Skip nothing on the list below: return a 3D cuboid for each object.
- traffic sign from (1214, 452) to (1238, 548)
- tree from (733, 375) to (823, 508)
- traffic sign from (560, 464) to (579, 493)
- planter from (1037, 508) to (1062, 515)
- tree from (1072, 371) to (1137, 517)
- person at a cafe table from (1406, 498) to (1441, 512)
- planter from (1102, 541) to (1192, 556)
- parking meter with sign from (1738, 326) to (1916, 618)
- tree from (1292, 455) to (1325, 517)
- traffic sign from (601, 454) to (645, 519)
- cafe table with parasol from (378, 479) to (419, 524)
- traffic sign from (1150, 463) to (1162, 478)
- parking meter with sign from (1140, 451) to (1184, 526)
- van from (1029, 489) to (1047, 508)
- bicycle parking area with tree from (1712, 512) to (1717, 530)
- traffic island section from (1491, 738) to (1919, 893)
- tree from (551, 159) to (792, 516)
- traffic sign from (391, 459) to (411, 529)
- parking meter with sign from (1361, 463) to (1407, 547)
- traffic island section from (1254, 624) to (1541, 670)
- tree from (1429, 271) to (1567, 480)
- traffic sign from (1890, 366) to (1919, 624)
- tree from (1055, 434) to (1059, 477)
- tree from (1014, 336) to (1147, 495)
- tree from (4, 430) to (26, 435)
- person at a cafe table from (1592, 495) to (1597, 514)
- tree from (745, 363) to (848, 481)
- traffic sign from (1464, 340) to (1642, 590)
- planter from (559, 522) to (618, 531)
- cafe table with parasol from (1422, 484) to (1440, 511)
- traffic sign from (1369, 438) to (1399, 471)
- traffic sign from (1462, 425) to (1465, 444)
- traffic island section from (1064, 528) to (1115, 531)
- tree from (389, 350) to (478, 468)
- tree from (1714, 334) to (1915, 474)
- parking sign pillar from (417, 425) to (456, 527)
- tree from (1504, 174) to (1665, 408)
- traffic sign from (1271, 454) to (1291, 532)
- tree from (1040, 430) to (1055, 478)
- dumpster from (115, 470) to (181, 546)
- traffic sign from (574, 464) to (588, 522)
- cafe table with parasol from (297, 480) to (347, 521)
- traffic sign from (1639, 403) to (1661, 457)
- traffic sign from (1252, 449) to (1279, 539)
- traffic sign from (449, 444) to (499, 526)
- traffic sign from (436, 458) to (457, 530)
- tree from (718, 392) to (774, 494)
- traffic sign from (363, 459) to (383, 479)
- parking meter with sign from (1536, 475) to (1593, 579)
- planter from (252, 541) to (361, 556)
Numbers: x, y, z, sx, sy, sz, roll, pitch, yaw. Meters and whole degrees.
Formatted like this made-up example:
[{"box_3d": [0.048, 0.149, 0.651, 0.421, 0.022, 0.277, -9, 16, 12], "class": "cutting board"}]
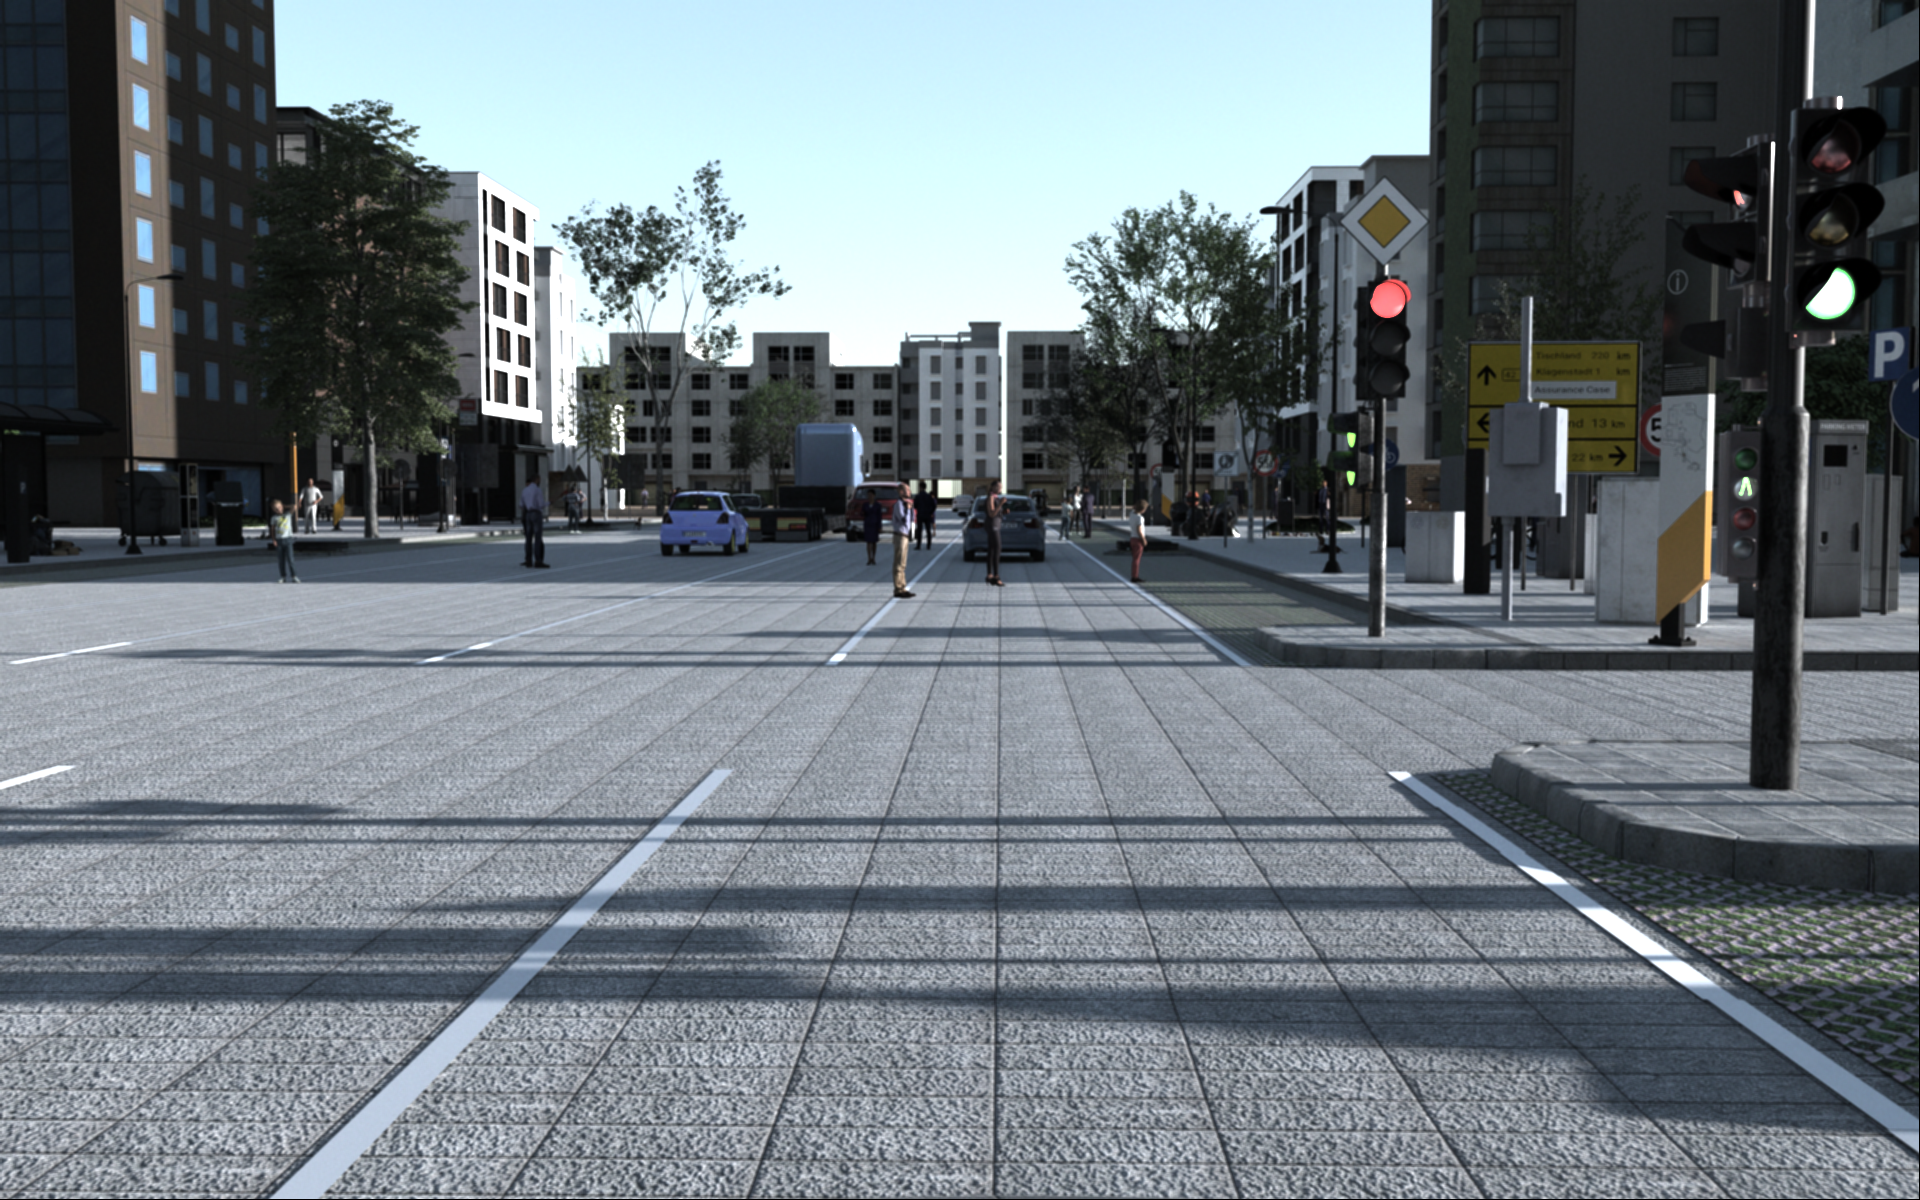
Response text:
[{"box_3d": [6.354, -2.402, 41.403, 0.606, 2.300, 0.079, 0, 4, 8], "class": "traffic sign"}, {"box_3d": [-15.869, -13.695, 149.668, 9.928, 11.665, 9.643, 0, 3, 0], "class": "tree"}, {"box_3d": [-16.937, -4.591, 75.069, 0.884, 2.594, 0.081, 1, 4, 11], "class": "traffic sign"}, {"box_3d": [6.183, -5.887, 117.388, 1.991, 0.319, 1.994, 0, 4, 1], "class": "planter"}, {"box_3d": [8.332, -8.961, 96.872, 4.737, 8.622, 4.395, 0, 3, 0], "class": "tree"}, {"box_3d": [16.604, -3.401, 64.124, 1.698, 1.524, 1.622, -3, 4, -36], "class": "person at a cafe table"}, {"box_3d": [4.367, -1.204, 40.826, 1.991, 0.319, 1.994, 0, 4, 1], "class": "planter"}, {"box_3d": [9.011, -1.334, 18.080, 1.738, 3.016, 0.543, -1, 4, -15], "class": "parking meter with sign"}, {"box_3d": [17.397, -5.524, 84.923, 1.663, 3.219, 1.824, 0, 3, 0], "class": "tree"}, {"box_3d": [-17.237, -5.794, 88.607, 2.265, 3.308, 0.079, 0, 4, 6], "class": "traffic sign"}, {"box_3d": [-24.172, -4.354, 76.046, 2.610, 1.966, 2.610, 0, 4, 2], "class": "cafe table with parasol"}, {"box_3d": [8.296, -4.406, 72.150, 0.768, 2.556, 0.104, 0, 4, 7], "class": "traffic sign"}, {"box_3d": [8.215, -4.550, 70.660, 1.738, 3.016, 0.543, -1, 4, -19], "class": "parking meter with sign"}, {"box_3d": [6.856, -8.969, 153.651, 2.013, 2.044, 4.112, 0, 4, 1], "class": "van"}, {"box_3d": [28.159, -4.640, 62.859, 9.016, 4.147, 8.231, 1, 4, 17], "class": "bicycle parking area with tree"}, {"box_3d": [3.587, 0.897, 7.620, 2.009, 0.180, 2.903, 0, 4, 1], "class": "traffic island section"}, {"box_3d": [-16.319, -14.828, 98.325, 12.611, 20.169, 13.585, 0, 3, 0], "class": "tree"}, {"box_3d": [-20.252, -3.832, 62.756, 0.768, 2.556, 0.104, 1, 4, 10], "class": "traffic sign"}, {"box_3d": [10.435, -2.791, 41.887, 1.738, 3.016, 0.543, -2, 4, -24], "class": "parking meter with sign"}, {"box_3d": [3.776, 0.408, 15.603, 2.009, 0.180, 2.903, 0, 4, 1], "class": "traffic island section"}, {"box_3d": [17.989, -6.533, 57.173, 4.360, 8.622, 3.978, 0, 3, 0], "class": "tree"}, {"box_3d": [9.478, -1.031, 16.968, 0.768, 2.556, 0.104, 1, 4, 10], "class": "traffic sign"}, {"box_3d": [8.488, -9.599, 107.307, 4.360, 8.622, 3.978, 0, 3, 0], "class": "tree"}, {"box_3d": [9.600, -13.630, 133.212, 12.009, 13.543, 11.850, 0, 3, 0], "class": "tree"}, {"box_3d": [-34.957, -4.779, 61.857, 4.285, 4.588, 4.351, 0, 3, 0], "class": "tree"}, {"box_3d": [25.384, -3.668, 68.485, 1.698, 1.524, 1.622, 0, 4, 2], "class": "person at a cafe table"}, {"box_3d": [-15.173, -15.320, 160.855, 12.009, 13.543, 11.850, 0, 3, 0], "class": "tree"}, {"box_3d": [7.842, -1.781, 22.998, 2.265, 3.308, 0.079, 0, 4, 4], "class": "traffic sign"}, {"box_3d": [-14.596, -2.892, 68.417, 1.991, 0.319, 1.994, 0, 4, 1], "class": "planter"}, {"box_3d": [23.968, -4.905, 85.056, 2.610, 1.966, 2.610, 0, 4, 3], "class": "cafe table with parasol"}, {"box_3d": [9.533, -2.392, 39.211, 0.768, 2.556, 0.104, 1, 4, 10], "class": "traffic sign"}, {"box_3d": [7.975, -1.596, 26.205, 0.768, 2.556, 0.104, 1, 4, 9], "class": "traffic sign"}, {"box_3d": [5.004, -2.746, 67.769, 1.991, 0.108, 1.994, 0, 4, 1], "class": "traffic island section"}, {"box_3d": [-25.273, -8.035, 81.730, 4.737, 8.622, 4.395, 0, 3, 0], "class": "tree"}, {"box_3d": [14.990, -2.851, 30.335, 4.285, 4.588, 4.351, 0, 3, 0], "class": "tree"}, {"box_3d": [-20.665, -4.881, 68.271, 1.447, 3.967, 1.447, 1, 4, 14], "class": "parking sign pillar"}, {"box_3d": [14.877, -5.532, 40.816, 4.737, 8.622, 4.395, 0, 3, 0], "class": "tree"}, {"box_3d": [10.036, -3.330, 54.557, 0.768, 2.556, 0.104, 0, 4, 8], "class": "traffic sign"}, {"box_3d": [9.791, -13.163, 165.572, 4.360, 8.622, 3.978, 0, 3, 0], "class": "tree"}, {"box_3d": [-20.116, -2.295, 43.278, 1.264, 1.857, 1.865, 0, 4, 1], "class": "dumpster"}, {"box_3d": [-16.744, -4.652, 76.067, 0.884, 2.594, 0.081, 1, 4, 9], "class": "traffic sign"}, {"box_3d": [-30.133, -4.708, 81.835, 2.610, 1.966, 2.610, 2, 4, 24], "class": "cafe table with parasol"}, {"box_3d": [9.775, -1.466, 24.071, 0.768, 2.556, 0.104, 0, 4, 5], "class": "traffic sign"}, {"box_3d": [8.724, -3.026, 49.581, 0.768, 2.556, 0.104, 0, 4, 8], "class": "traffic sign"}, {"box_3d": [-19.724, -4.645, 69.811, 2.265, 3.308, 0.079, 0, 4, 2], "class": "traffic sign"}, {"box_3d": [-18.264, -3.762, 61.622, 0.768, 2.556, 0.104, 0, 4, 5], "class": "traffic sign"}, {"box_3d": [-15.607, -10.697, 125.255, 4.360, 8.622, 3.978, 0, 3, 0], "class": "tree"}, {"box_3d": [-20.446, -3.682, 60.308, 0.768, 2.556, 0.104, 1, 4, 9], "class": "traffic sign"}, {"box_3d": [9.231, -1.836, 26.279, 0.543, 3.016, 1.738, 0, 4, -2], "class": "parking meter with sign"}, {"box_3d": [-15.251, -1.197, 40.707, 1.991, 0.319, 1.994, 0, 4, 1], "class": "planter"}]
